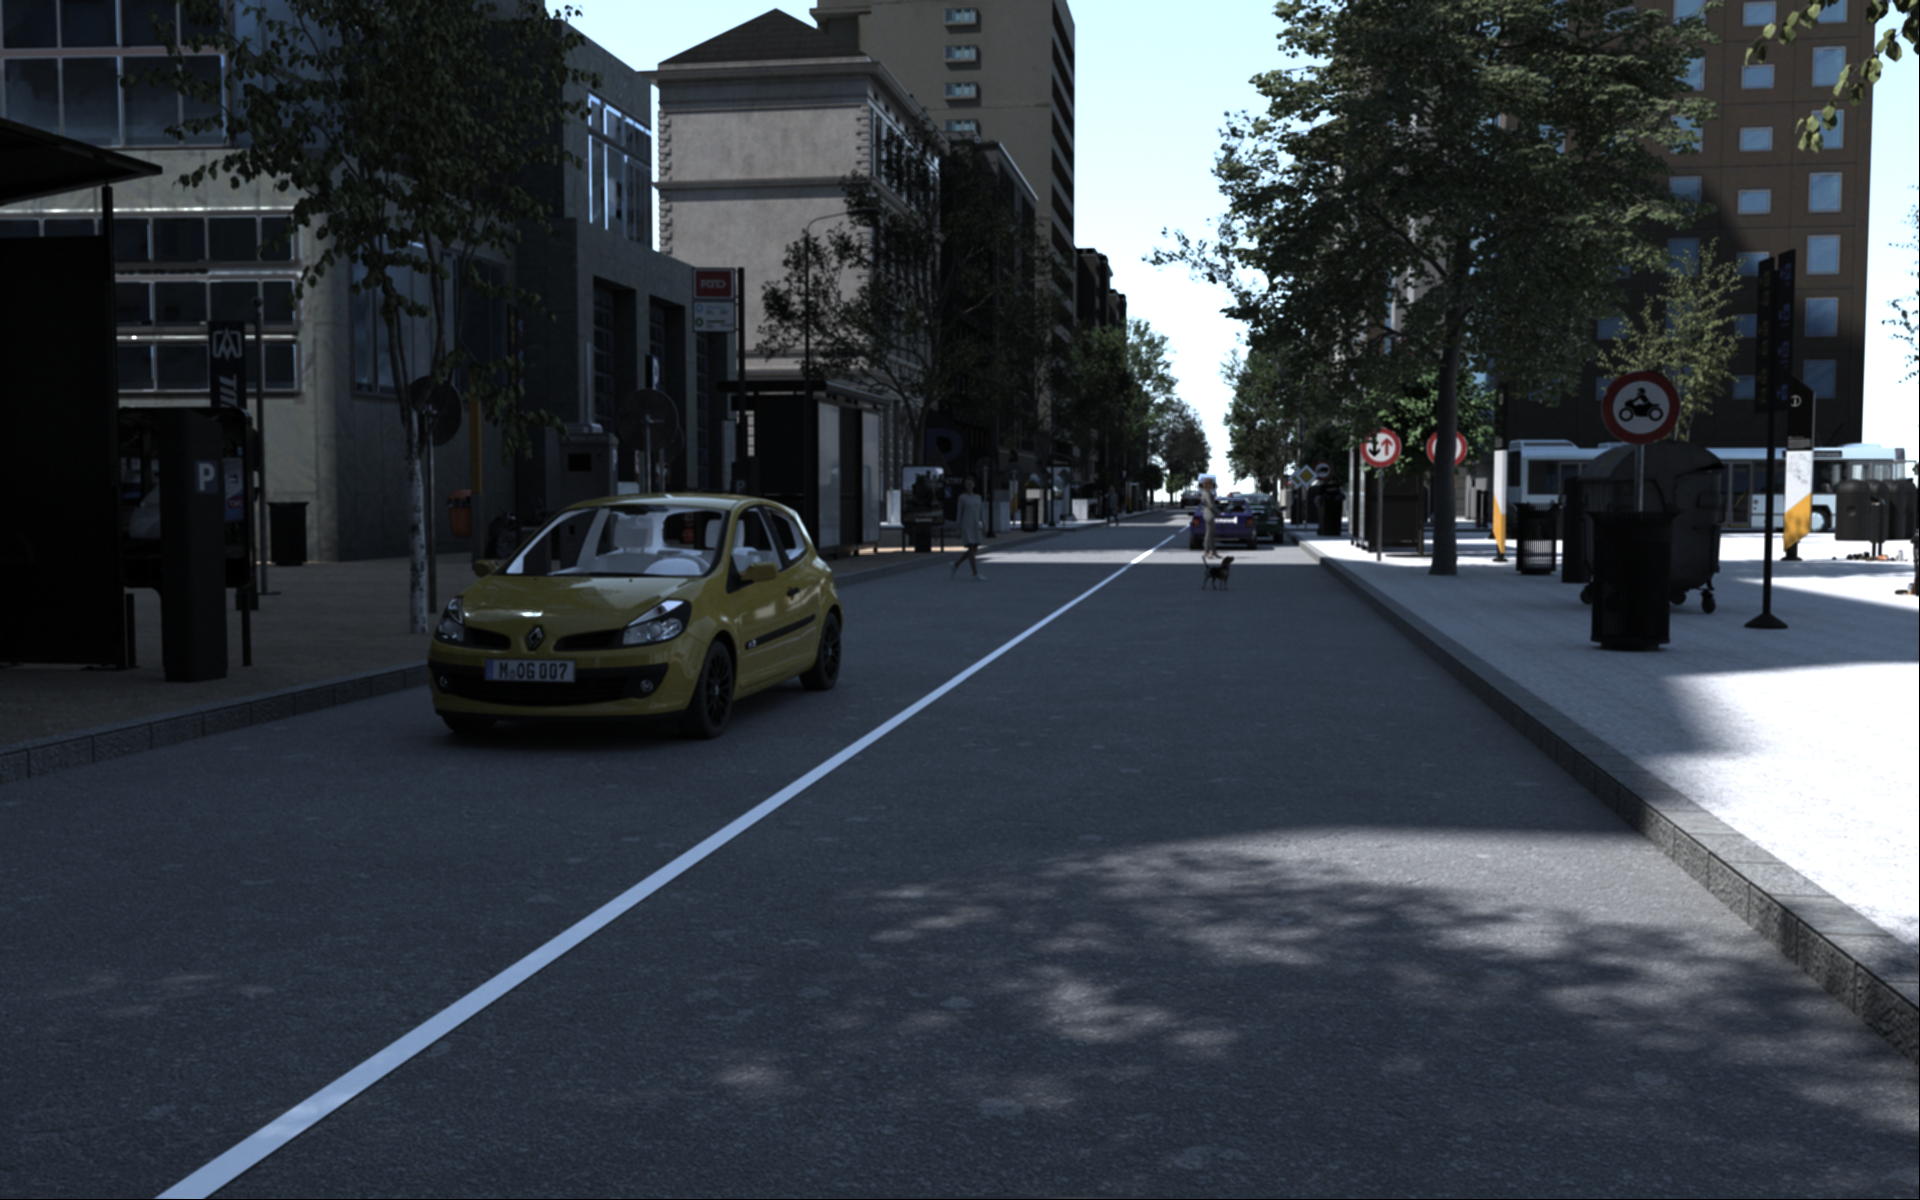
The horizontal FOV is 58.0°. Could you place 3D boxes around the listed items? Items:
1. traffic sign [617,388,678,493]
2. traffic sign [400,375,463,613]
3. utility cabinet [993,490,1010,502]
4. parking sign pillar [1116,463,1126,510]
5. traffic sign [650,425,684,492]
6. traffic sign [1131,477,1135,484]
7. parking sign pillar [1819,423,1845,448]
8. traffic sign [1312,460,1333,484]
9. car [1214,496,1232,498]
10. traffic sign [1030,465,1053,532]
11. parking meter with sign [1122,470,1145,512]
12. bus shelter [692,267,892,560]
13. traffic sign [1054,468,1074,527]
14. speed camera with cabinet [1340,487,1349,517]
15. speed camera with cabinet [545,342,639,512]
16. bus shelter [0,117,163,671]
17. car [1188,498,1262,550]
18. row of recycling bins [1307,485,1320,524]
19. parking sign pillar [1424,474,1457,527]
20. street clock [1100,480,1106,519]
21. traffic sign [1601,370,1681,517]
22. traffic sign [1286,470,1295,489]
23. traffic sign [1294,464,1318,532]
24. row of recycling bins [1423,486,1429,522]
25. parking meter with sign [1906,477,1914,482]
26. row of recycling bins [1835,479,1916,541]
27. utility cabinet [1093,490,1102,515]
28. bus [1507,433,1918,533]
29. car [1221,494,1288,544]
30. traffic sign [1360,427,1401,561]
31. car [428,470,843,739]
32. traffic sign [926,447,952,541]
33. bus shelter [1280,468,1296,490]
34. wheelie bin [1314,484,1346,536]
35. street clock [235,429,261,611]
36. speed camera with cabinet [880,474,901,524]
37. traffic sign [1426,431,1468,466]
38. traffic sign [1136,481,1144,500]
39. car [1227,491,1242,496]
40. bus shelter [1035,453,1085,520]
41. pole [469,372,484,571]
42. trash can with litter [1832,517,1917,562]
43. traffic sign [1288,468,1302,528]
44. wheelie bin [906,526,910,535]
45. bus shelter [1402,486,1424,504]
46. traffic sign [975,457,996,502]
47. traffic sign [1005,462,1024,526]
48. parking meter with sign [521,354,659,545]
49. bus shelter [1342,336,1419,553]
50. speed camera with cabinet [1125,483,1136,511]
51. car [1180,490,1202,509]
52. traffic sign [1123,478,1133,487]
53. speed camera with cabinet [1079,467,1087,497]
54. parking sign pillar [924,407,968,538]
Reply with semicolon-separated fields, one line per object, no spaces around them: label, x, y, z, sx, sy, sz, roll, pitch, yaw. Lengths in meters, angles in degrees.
traffic sign;-3.775;-1.273;20.920;0.768;2.556;0.104;1;4;9
traffic sign;-5.676;-1.129;18.569;0.768;2.556;0.104;1;4;16
utility cabinet;2.254;-5.015;90.675;1.173;1.500;0.318;-2;4;-29
parking sign pillar;12.941;-9.160;138.245;1.447;3.967;1.447;0;4;-3
traffic sign;-4.950;-1.755;28.800;0.768;2.556;0.104;1;4;19
traffic sign;13.040;-8.061;131.802;0.884;2.594;0.081;1;4;14
parking sign pillar;33.076;-4.734;65.869;1.447;3.967;1.447;-3;4;-37
traffic sign;13.498;-3.939;64.507;0.768;2.556;0.104;1;4;13
car;11.854;-3.967;77.445;1.945;1.354;3.894;1;4;9
traffic sign;2.772;-3.400;59.229;0.795;2.450;0.064;1;4;9
parking meter with sign;12.795;-8.029;127.540;1.738;3.016;0.543;3;4;36
bus shelter;-3.246;-3.404;33.293;2.179;5.291;8.768;1;4;9
traffic sign;4.031;-3.882;67.114;0.795;2.450;0.064;1;4;9
speed camera with cabinet;21.514;-6.288;97.149;2.038;3.252;0.660;-2;4;-27
speed camera with cabinet;-4.949;-1.777;23.396;0.660;3.252;2.038;1;4;9
bus shelter;-7.051;-1.123;9.640;1.731;3.624;6.357;1;4;9
car;6.975;-2.025;45.685;1.945;1.354;3.894;1;4;10
row of recycling bins;15.988;-4.267;76.884;1.069;1.692;3.534;1;4;16
parking sign pillar;18.606;-4.825;67.365;1.447;3.967;1.447;0;4;6
street clock;7.238;-5.087;87.736;0.358;2.002;0.471;0;4;2
traffic sign;7.001;-1.086;17.868;0.768;2.556;0.104;1;4;17
traffic sign;18.204;-5.767;94.295;0.884;2.594;0.081;1;4;11
traffic sign;11.552;-3.313;57.811;0.795;2.450;0.064;1;4;9
row of recycling bins;19.057;-4.011;72.689;1.069;1.692;3.534;1;4;11
parking meter with sign;43.075;-5.065;79.069;0.543;3.016;1.738;-1;4;-21
row of recycling bins;25.683;-2.527;48.428;3.534;1.692;1.069;-3;4;-36
utility cabinet;8.152;-5.709;102.016;0.318;1.500;1.173;-1;4;-12
bus;25.611;-3.908;58.752;13.247;3.499;2.948;0;4;7
car;8.701;-2.436;51.624;2.131;1.459;4.920;1;4;9
traffic sign;8.020;-2.016;33.069;0.768;2.556;0.104;1;4;15
car;-2.012;-0.076;11.471;2.015;1.641;3.980;1;4;11
traffic sign;-0.656;-2.913;47.639;0.884;2.594;0.081;1;4;16
bus shelter;25.788;-8.631;135.041;2.014;3.302;5.546;1;4;9
wheelie bin;11.436;-2.780;53.355;0.980;1.594;0.693;-1;4;-11
street clock;-7.881;-0.888;19.087;0.358;2.002;0.471;-3;5;-41
speed camera with cabinet;-3.101;-4.923;74.825;2.038;3.252;0.660;-2;4;-26
traffic sign;9.412;-2.045;33.540;0.768;2.556;0.104;1;4;14
traffic sign;14.245;-8.263;137.228;0.606;2.300;0.079;1;4;17
car;35.995;-13.322;226.479;2.281;1.827;5.304;1;4;9
bus shelter;5.101;-5.757;88.049;2.014;3.302;5.546;1;4;9
pole;-8.098;-2.150;29.002;0.158;3.312;0.155;0;3;0
trash can with litter;17.906;-1.388;33.744;1.678;1.210;2.233;1;4;16
traffic sign;12.811;-3.795;65.697;0.795;2.450;0.064;1;4;9
wheelie bin;-1.239;-2.810;53.846;0.693;1.594;0.980;2;4;31
bus shelter;12.621;-3.668;51.258;1.731;3.624;6.357;1;4;9
traffic sign;0.874;-3.670;60.117;0.768;2.556;0.104;1;4;18
traffic sign;2.141;-4.187;68.559;0.768;2.556;0.104;1;4;18
parking meter with sign;-4.700;-1.567;21.884;1.738;3.016;0.543;0;4;-1
bus shelter;10.371;-3.923;41.778;2.179;5.291;8.768;1;4;9
speed camera with cabinet;13.349;-8.636;135.535;0.660;3.252;2.038;1;4;13
car;23.145;-10.076;173.407;2.281;1.827;5.304;1;4;9
traffic sign;12.655;-7.994;130.808;0.768;2.556;0.104;1;4;17
speed camera with cabinet;9.631;-7.991;124.993;2.038;3.252;0.660;1;4;21
parking sign pillar;-0.418;-3.844;51.323;1.447;3.967;1.447;0;4;3
